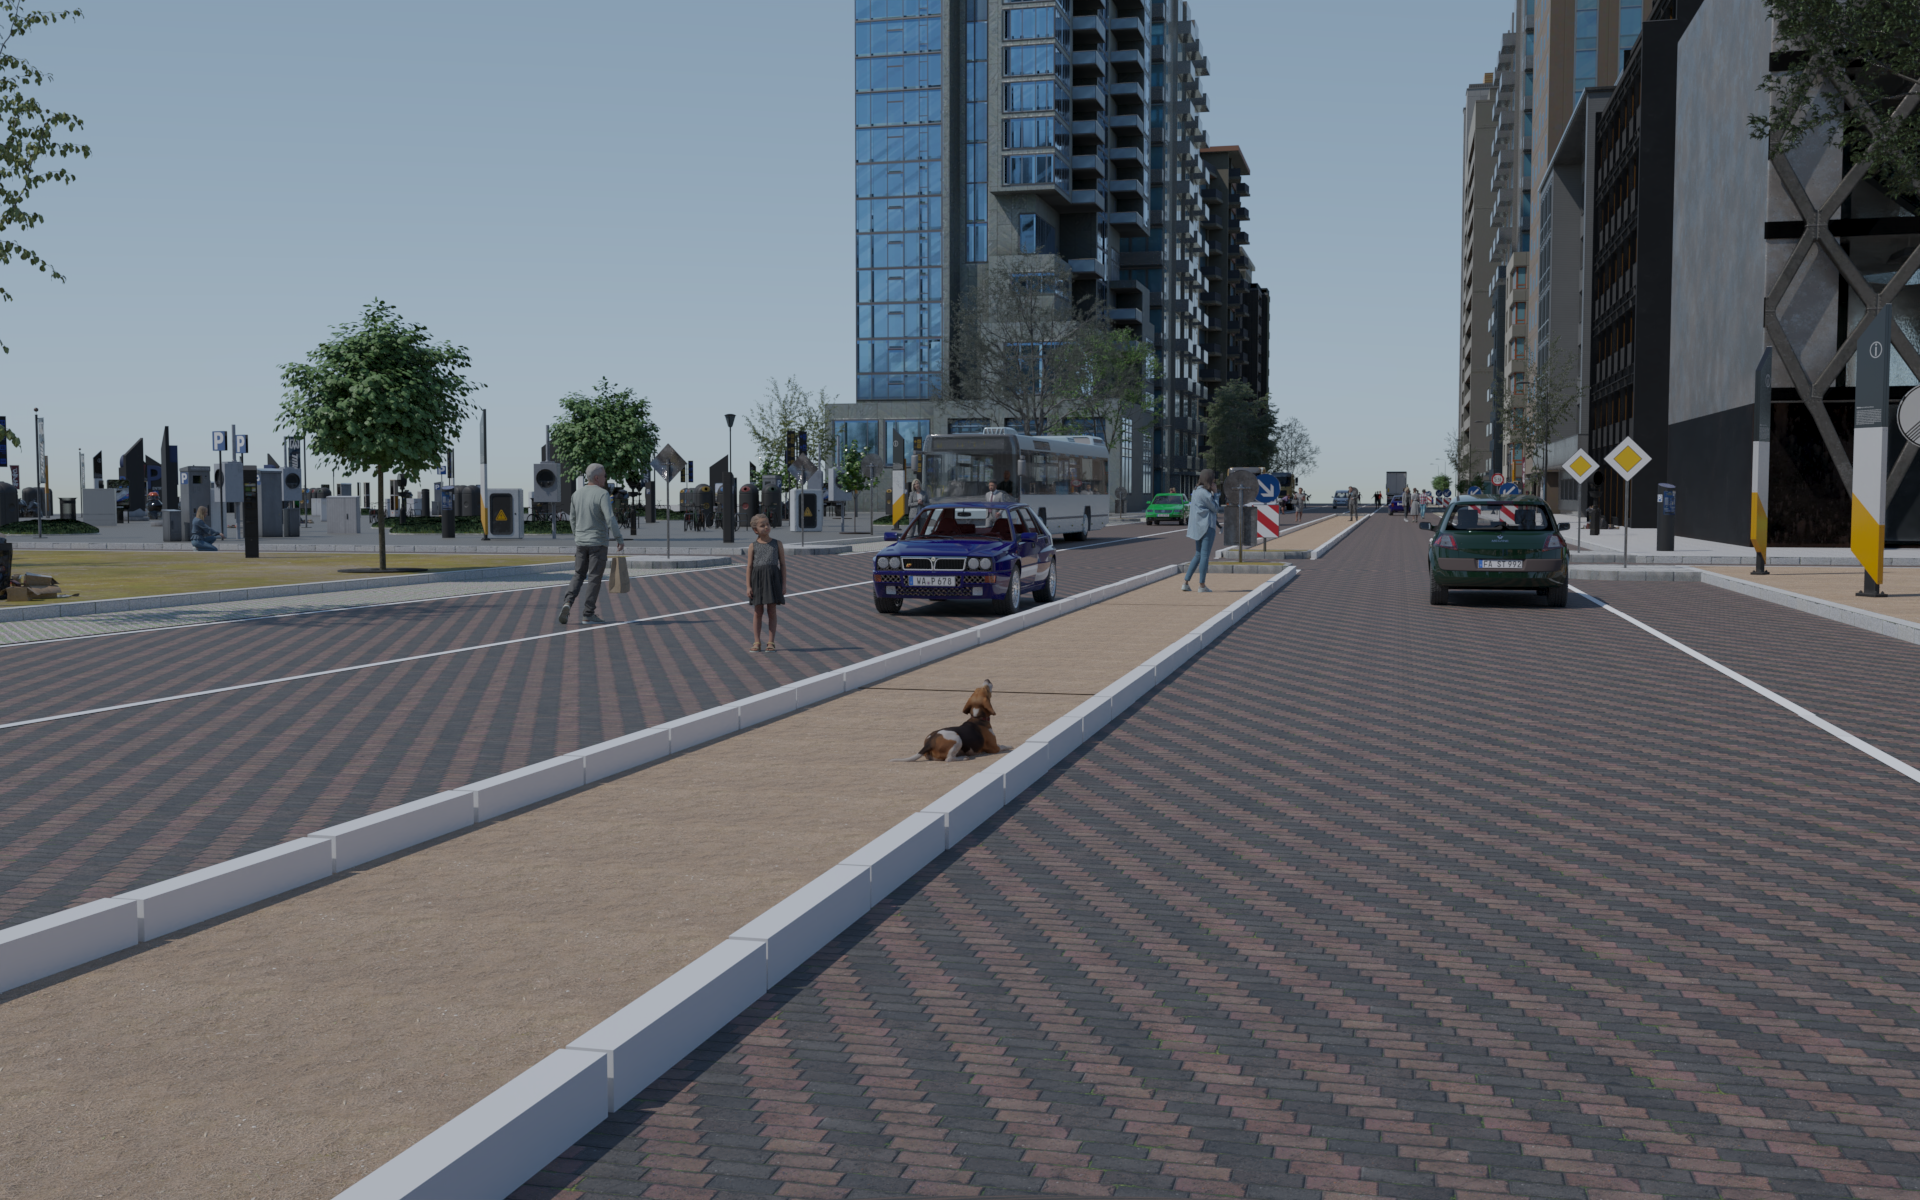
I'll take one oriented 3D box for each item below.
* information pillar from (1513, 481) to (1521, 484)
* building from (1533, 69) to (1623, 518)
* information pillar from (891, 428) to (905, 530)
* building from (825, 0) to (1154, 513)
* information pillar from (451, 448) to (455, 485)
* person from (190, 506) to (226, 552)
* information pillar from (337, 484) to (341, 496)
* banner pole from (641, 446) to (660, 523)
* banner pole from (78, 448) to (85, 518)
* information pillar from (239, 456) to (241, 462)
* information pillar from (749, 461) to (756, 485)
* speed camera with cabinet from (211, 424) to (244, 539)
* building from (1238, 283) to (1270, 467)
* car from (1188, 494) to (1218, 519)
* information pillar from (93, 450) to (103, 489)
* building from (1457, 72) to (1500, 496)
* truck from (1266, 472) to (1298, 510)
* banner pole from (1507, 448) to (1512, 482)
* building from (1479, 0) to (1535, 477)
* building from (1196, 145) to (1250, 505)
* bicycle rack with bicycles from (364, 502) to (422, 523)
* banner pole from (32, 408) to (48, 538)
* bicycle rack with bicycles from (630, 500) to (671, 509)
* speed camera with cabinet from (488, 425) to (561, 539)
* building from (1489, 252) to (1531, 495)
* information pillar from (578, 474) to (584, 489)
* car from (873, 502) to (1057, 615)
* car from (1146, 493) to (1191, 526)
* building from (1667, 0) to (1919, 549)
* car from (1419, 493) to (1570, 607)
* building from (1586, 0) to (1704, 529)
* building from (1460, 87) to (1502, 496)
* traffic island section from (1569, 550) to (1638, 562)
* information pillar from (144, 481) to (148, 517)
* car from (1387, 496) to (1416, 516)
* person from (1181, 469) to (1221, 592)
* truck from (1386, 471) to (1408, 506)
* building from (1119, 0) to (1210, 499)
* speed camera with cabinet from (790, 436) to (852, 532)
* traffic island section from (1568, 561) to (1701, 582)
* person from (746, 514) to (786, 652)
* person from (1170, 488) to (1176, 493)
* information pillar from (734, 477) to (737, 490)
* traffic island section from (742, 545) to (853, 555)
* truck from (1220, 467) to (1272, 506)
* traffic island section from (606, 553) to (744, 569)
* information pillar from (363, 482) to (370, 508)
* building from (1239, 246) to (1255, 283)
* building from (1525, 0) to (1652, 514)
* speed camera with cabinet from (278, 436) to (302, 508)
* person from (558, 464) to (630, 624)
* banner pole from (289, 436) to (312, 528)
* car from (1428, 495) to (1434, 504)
[{"bbox_3d":[31.116,-5.648,96.838,0.304,2.012,0.304,-3,4,-39],"label":"information pillar"},{"bbox_3d":[39.462,-16.753,92.971,14.314,24.678,30.058,1,4,14],"label":"building"},{"bbox_3d":[-2.173,-4.265,61.088,0.504,3.616,0.183,2,4,35],"label":"information pillar"},{"bbox_3d":[3.759,-50.113,132.024,22.319,86.520,31.000,1,4,14],"label":"building"},{"bbox_3d":[-25.952,-5.948,88.608,0.183,3.616,0.504,-2,4,-31],"label":"information pillar"},{"bbox_3d":[-17.620,-1.622,40.521,0.738,1.151,1.012,-2,4,-26],"label":"person"},{"bbox_3d":[-43.301,-7.121,120.920,0.304,2.012,0.304,0,4,4],"label":"information pillar"},{"bbox_3d":[-13.967,-5.375,77.893,0.863,3.779,0.401,-1,4,-14],"label":"banner pole"},{"bbox_3d":[-47.672,-6.365,94.077,0.863,3.779,0.401,3,5,44],"label":"banner pole"},{"bbox_3d":[-44.224,-7.051,106.633,0.183,3.616,0.504,-3,4,-37],"label":"information pillar"},{"bbox_3d":[-14.539,-7.960,121.501,0.504,3.616,0.183,-1,4,-22],"label":"information pillar"},{"bbox_3d":[-21.263,-3.379,49.575,2.038,3.252,0.660,3,5,41],"label":"speed camera with cabinet"},{"bbox_3d":[34.375,-28.343,235.108,14.160,30.474,14.107,1,4,14],"label":"building"},{"bbox_3d":[13.861,-5.506,99.618,1.945,1.707,3.694,1,4,13],"label":"car"},{"bbox_3d":[-45.913,-6.174,92.298,0.183,3.616,0.504,2,4,33],"label":"information pillar"},{"bbox_3d":[82.286,-43.122,247.038,21.231,58.520,28.212,1,4,14],"label":"building"},{"bbox_3d":[28.740,-9.783,155.868,3.469,3.379,9.791,1,4,12],"label":"truck"},{"bbox_3d":[29.875,-6.378,94.291,0.401,3.779,0.863,2,4,33],"label":"banner pole"},{"bbox_3d":[61.881,-33.240,163.090,23.786,49.044,30.456,1,4,14],"label":"building"},{"bbox_3d":[24.103,-34.276,215.029,22.147,44.769,28.867,1,4,14],"label":"building"},{"bbox_3d":[-25.068,-3.855,76.413,2.852,0.926,2.925,0,4,-1],"label":"bicycle rack with bicycles"},{"bbox_3d":[-26.547,-3.670,50.018,0.863,3.779,0.401,3,5,45],"label":"banner pole"},{"bbox_3d":[-19.362,-5.728,107.039,2.852,0.926,2.925,3,5,44],"label":"bicycle rack with bicycles"},{"bbox_3d":[-12.467,-3.367,49.386,2.038,3.252,0.660,0,4,-3],"label":"speed camera with cabinet"},{"bbox_3d":[56.429,-17.709,134.588,27.650,21.520,28.899,1,4,14],"label":"building"},{"bbox_3d":[-17.711,-5.483,81.007,0.183,3.616,0.504,-3,5,-41],"label":"information pillar"},{"bbox_3d":[0.116,-0.570,21.901,1.945,1.354,3.894,1,4,13],"label":"car"},{"bbox_3d":[9.714,-4.372,80.283,1.959,1.807,4.718,1,4,14],"label":"car"},{"bbox_3d":[28.342,-10.797,43.988,16.811,18.784,16.820,1,4,14],"label":"building"},{"bbox_3d":[7.269,-0.841,23.534,2.009,1.686,4.222,1,4,15],"label":"car"},{"bbox_3d":[32.889,-14.694,69.929,12.332,23.373,15.834,1,4,14],"label":"building"},{"bbox_3d":[70.252,-35.334,201.420,21.300,48.544,21.600,1,4,14],"label":"building"},{"bbox_3d":[13.499,-0.945,37.735,2.009,0.180,2.903,1,4,14],"label":"traffic island section"},{"bbox_3d":[-46.492,-5.756,98.597,0.304,2.012,0.304,2,4,26],"label":"information pillar"},{"bbox_3d":[29.656,-6.336,116.179,1.945,1.354,3.894,1,4,12],"label":"car"},{"bbox_3d":[3.493,-1.001,25.138,0.793,1.790,0.793,3,5,41],"label":"person"},{"bbox_3d":[55.223,-14.075,219.046,2.839,4.237,11.283,1,4,15],"label":"truck"},{"bbox_3d":[11.536,-33.298,164.031,23.786,49.044,30.456,1,4,14],"label":"building"},{"bbox_3d":[-4.720,-3.943,58.808,2.038,3.252,0.660,-1,4,-22],"label":"speed camera with cabinet"},{"bbox_3d":[11.538,-0.472,29.993,2.009,0.180,2.903,1,4,14],"label":"traffic island section"},{"bbox_3d":[-1.760,-0.158,15.752,0.362,1.253,0.373,0,4,-2],"label":"person"},{"bbox_3d":[13.447,-6.170,109.348,0.573,1.828,0.580,2,4,29],"label":"person"},{"bbox_3d":[-9.987,-4.380,76.101,0.304,2.012,0.304,1,4,22],"label":"information pillar"},{"bbox_3d":[-3.845,-1.213,42.117,2.009,0.180,2.903,1,4,14],"label":"traffic island section"},{"bbox_3d":[21.229,-8.032,127.254,3.469,3.379,9.791,1,4,14],"label":"truck"},{"bbox_3d":[-5.806,-0.740,34.376,2.009,0.180,2.903,1,4,14],"label":"traffic island section"},{"bbox_3d":[-36.910,-6.317,107.780,0.304,2.012,0.304,-3,5,-42],"label":"information pillar"},{"bbox_3d":[30.029,-34.474,255.533,32.217,40.220,23.993,1,4,14],"label":"building"},{"bbox_3d":[45.494,-28.399,114.435,14.600,45.320,14.200,1,4,14],"label":"building"},{"bbox_3d":[-23.378,-3.934,58.649,0.660,3.252,2.038,3,5,41],"label":"speed camera with cabinet"},{"bbox_3d":[-3.999,-0.614,19.022,0.782,1.767,0.515,2,4,29],"label":"person"},{"bbox_3d":[-25.124,-4.639,65.870,0.863,3.779,0.401,0,4,5],"label":"banner pole"},{"bbox_3d":[62.698,-13.635,232.518,1.945,1.707,3.694,1,4,13],"label":"car"}]
